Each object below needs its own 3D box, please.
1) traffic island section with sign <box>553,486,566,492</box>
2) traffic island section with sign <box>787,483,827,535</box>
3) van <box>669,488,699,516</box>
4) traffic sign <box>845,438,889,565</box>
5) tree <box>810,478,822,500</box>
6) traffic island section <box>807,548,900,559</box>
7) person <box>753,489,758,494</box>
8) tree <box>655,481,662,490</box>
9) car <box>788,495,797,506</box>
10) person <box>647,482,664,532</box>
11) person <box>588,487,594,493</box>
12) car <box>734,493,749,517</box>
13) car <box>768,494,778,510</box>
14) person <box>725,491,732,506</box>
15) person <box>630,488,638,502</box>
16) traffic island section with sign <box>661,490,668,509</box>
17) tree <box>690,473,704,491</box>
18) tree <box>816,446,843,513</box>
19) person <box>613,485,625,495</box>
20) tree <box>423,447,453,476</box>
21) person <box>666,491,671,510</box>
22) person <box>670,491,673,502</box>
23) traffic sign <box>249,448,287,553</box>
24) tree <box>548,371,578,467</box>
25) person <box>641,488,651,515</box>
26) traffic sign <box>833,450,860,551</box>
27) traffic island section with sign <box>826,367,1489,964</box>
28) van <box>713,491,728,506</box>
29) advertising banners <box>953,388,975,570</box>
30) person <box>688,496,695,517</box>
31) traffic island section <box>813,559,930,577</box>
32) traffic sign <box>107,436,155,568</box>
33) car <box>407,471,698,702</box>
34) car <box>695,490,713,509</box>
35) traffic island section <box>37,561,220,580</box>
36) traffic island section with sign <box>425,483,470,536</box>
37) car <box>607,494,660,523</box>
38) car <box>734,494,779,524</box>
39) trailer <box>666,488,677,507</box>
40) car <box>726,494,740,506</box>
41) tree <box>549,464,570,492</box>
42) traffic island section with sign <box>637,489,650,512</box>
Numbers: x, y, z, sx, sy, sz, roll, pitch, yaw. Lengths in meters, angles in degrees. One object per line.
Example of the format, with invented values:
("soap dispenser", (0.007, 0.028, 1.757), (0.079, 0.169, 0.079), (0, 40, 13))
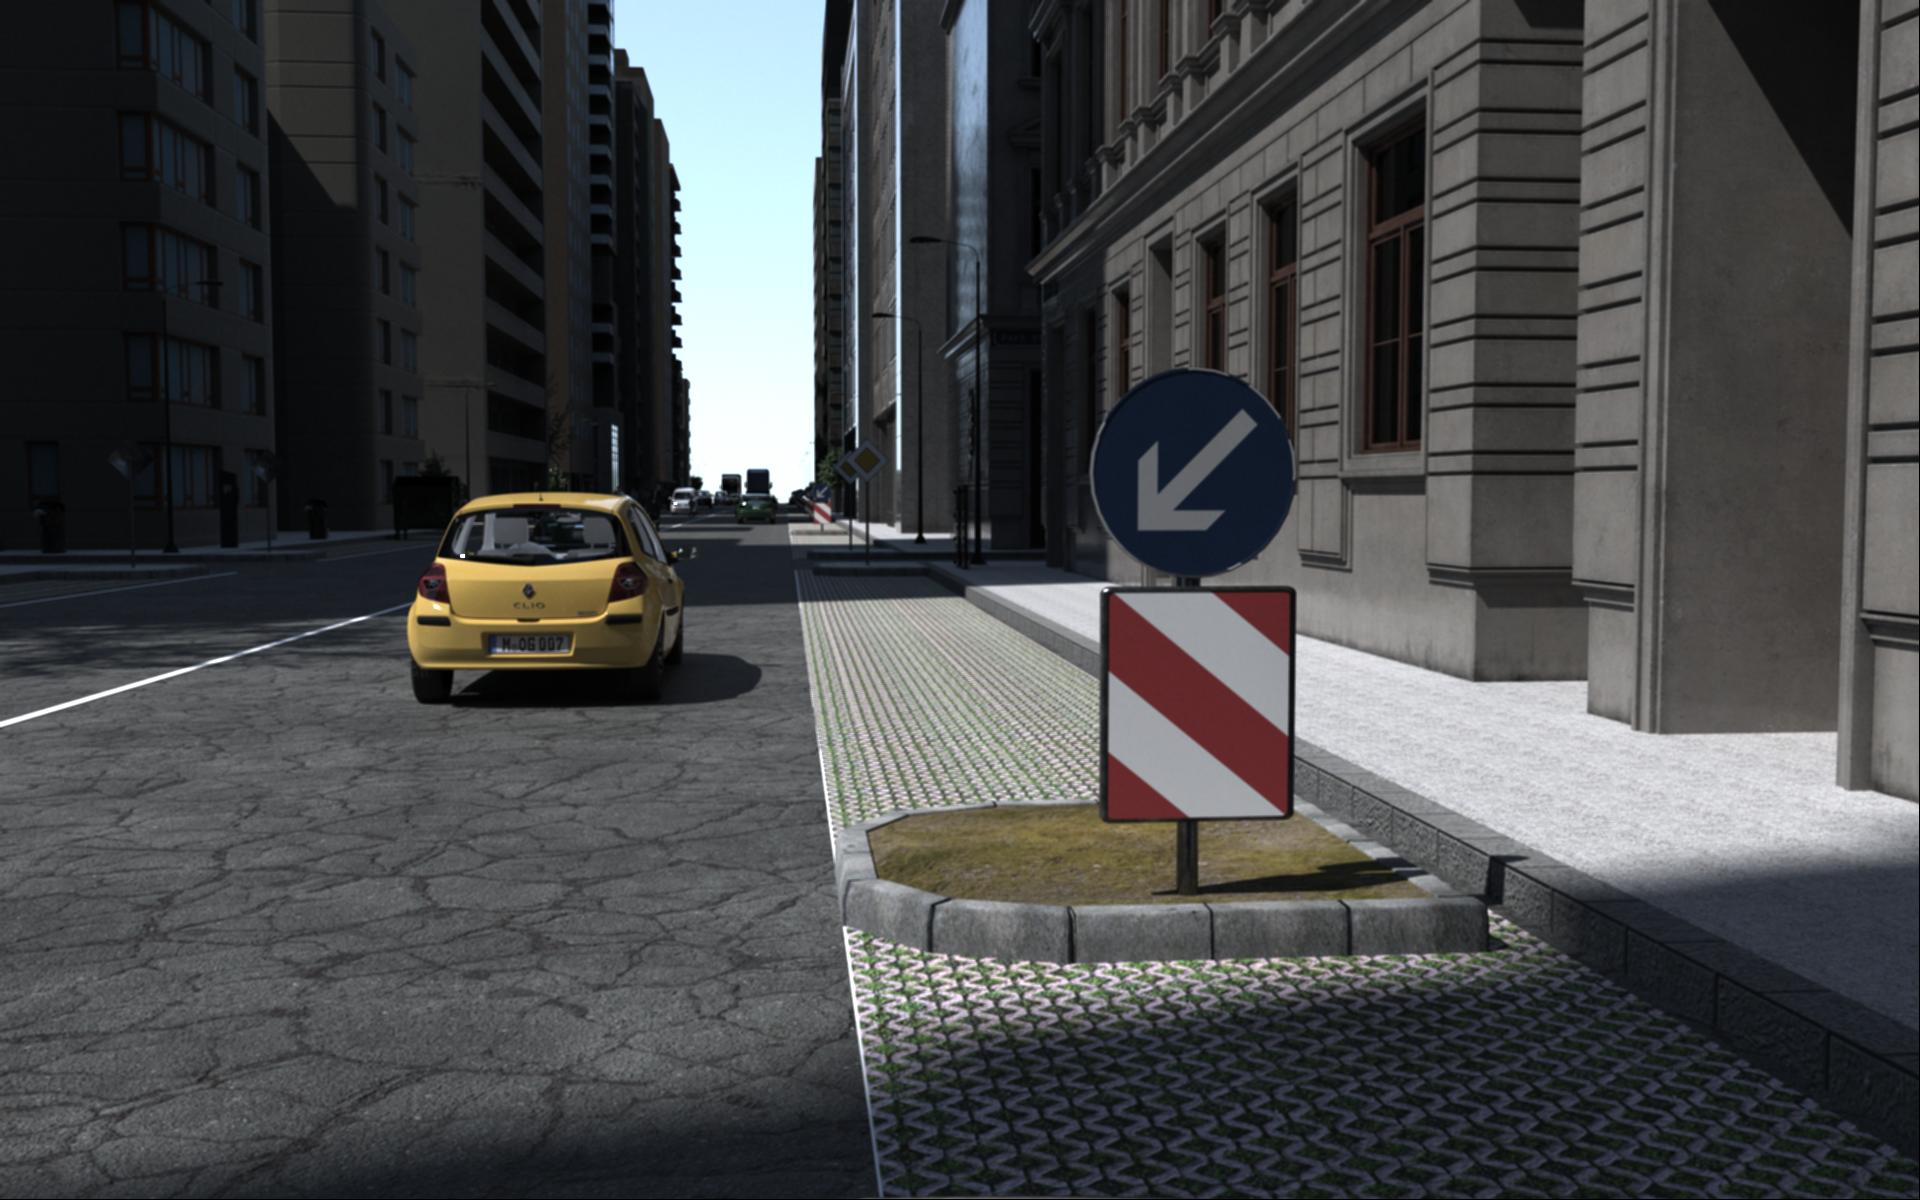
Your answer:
("traffic island section with sign", (-20.227, -4.832, 87.634), (1.989, 1.847, 2.006), (0, 4, -6))
("traffic island section with sign", (-4.940, -3.175, 60.535), (1.989, 1.847, 2.006), (0, 4, -6))
("van", (-18.579, -6.710, 116.727), (2.013, 2.044, 4.112), (0, 4, -6))
("traffic sign", (-1.677, -1.691, 31.283), (0.795, 2.450, 0.064), (0, 4, -6))
("tree", (-17.006, -12.824, 204.277), (1.663, 3.219, 1.824), (0, 3, 0))
("traffic island section", (-2.458, -1.041, 39.307), (2.009, 0.180, 2.903), (0, 4, -6))
("person", (-17.560, -8.574, 148.641), (1.348, 1.831, 0.705), (-1, 4, -16))
("tree", (-33.264, -11.869, 188.664), (1.663, 3.219, 1.824), (0, 3, 0))
("car", (-20.461, -12.444, 216.042), (1.945, 1.354, 3.894), (0, 4, -7))
("person", (-11.496, -3.526, 65.509), (0.648, 1.900, 0.474), (-1, 4, -14))
("person", (-17.814, -4.534, 83.226), (0.643, 1.750, 0.593), (0, 4, 4))
("car", (-13.512, -6.161, 110.956), (2.015, 1.641, 3.980), (0, 4, -5))
("car", (-17.650, -8.981, 158.838), (2.014, 1.417, 4.499), (0, 4, -5))
("person", (-28.289, -12.491, 212.804), (1.350, 1.814, 0.705), (-3, 5, -40))
("person", (-19.881, -5.925, 105.477), (0.635, 1.810, 0.391), (2, 4, 28))
("traffic island section with sign", (-28.001, -9.527, 164.398), (1.989, 1.847, 2.006), (0, 4, -6))
("tree", (-41.641, -17.551, 270.675), (4.285, 4.588, 4.351), (0, 3, 0))
("tree", (-8.019, -8.155, 117.041), (4.285, 4.588, 4.351), (0, 3, 0))
("person", (-15.863, -4.389, 80.359), (0.679, 1.850, 0.850), (0, 4, -7))
("tree", (-22.049, -4.752, 72.292), (1.663, 3.219, 1.824), (0, 3, 0))
("person", (-25.569, -8.738, 152.162), (0.445, 1.727, 0.742), (0, 4, 0))
("person", (-25.650, -8.886, 154.574), (1.217, 1.735, 0.721), (3, 5, 40))
("traffic sign", (-15.163, -2.099, 37.969), (0.795, 2.450, 0.064), (0, 4, -6))
("tree", (-24.658, -9.237, 101.387), (4.737, 8.622, 4.395), (0, 3, 0))
("person", (-21.154, -6.695, 118.050), (1.350, 1.814, 0.705), (1, 4, 13))
("traffic sign", (-2.481, -2.176, 39.228), (0.795, 2.450, 0.064), (0, 4, -6))
("traffic island section with sign", (0.555, 0.148, 6.213), (1.989, 1.847, 2.006), (0, 4, -6))
("van", (-30.144, -12.923, 218.306), (2.013, 2.044, 4.112), (0, 4, -4))
("advertising banners", (0.075, -2.042, 29.580), (0.090, 3.025, 2.074), (-1, 4, -8))
("person", (-16.825, -5.865, 108.667), (0.640, 1.303, 0.475), (2, 4, 34))
("traffic island section", (-1.654, -0.555, 31.362), (2.009, 0.180, 2.903), (0, 4, -6))
("traffic sign", (-14.358, -1.614, 30.024), (0.795, 2.450, 0.064), (0, 4, -6))
("car", (-3.067, -0.195, 13.406), (2.015, 1.641, 3.980), (0, 4, -6))
("car", (-25.629, -9.987, 171.960), (2.281, 1.827, 5.304), (0, 4, -7))
("traffic island section", (-14.381, -0.477, 30.083), (2.009, 0.180, 2.903), (0, 4, -6))
("traffic island section with sign", (-17.459, -3.166, 60.397), (1.989, 1.847, 2.006), (0, 4, -6))
("car", (-6.216, -1.083, 29.509), (2.131, 1.459, 4.920), (0, 4, -7))
("car", (-9.823, -4.389, 83.565), (2.131, 1.459, 4.920), (0, 4, -6))
("trailer", (-28.347, -10.037, 171.161), (1.471, 1.999, 3.904), (0, 4, -6))
("car", (-27.082, -12.098, 208.023), (2.015, 1.641, 3.980), (0, 4, -6))
("tree", (-25.941, -7.126, 111.119), (1.663, 3.219, 1.824), (0, 3, 0))
("traffic island section with sign", (-25.278, -7.887, 137.581), (1.989, 1.847, 2.006), (0, 4, -6))
